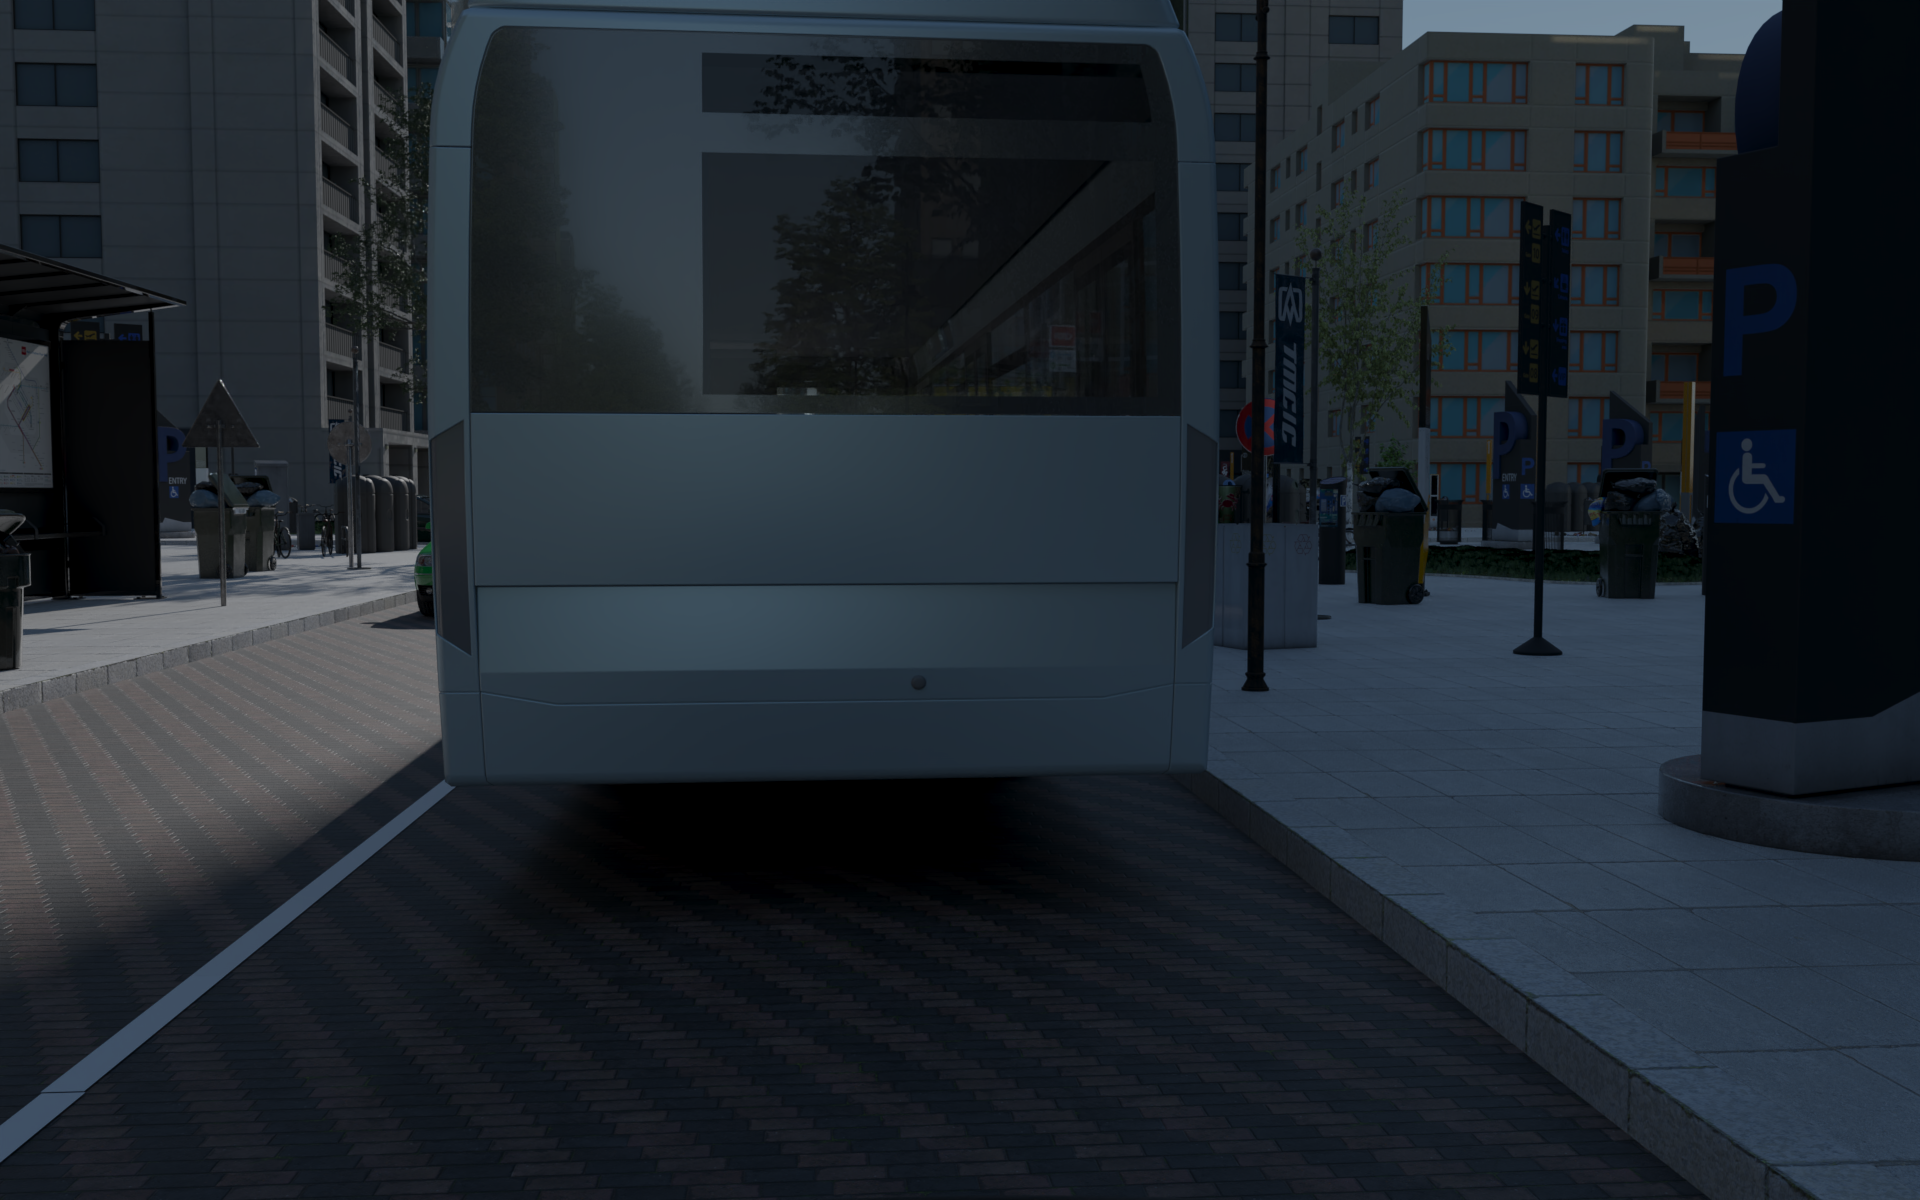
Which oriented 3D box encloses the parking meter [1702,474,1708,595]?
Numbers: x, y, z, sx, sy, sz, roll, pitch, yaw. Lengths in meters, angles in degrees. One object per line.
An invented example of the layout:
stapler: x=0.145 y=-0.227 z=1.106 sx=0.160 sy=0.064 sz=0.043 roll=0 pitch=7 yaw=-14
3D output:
parking meter: x=9.599 y=-0.825 z=21.900 sx=0.372 sy=1.533 sz=0.369 roll=0 pitch=3 yaw=0

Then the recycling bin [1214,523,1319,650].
recycling bin: x=2.536 y=-0.127 z=14.637 sx=0.722 sy=1.027 sz=0.722 roll=-2 pitch=4 yaw=-23

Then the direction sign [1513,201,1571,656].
direction sign: x=4.634 y=-1.333 z=13.789 sx=0.379 sy=3.537 sz=0.876 roll=3 pitch=5 yaw=42

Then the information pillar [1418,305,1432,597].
information pillar: x=5.842 y=-1.862 z=21.805 sx=0.183 sy=3.616 sz=0.504 roll=1 pitch=4 yaw=22

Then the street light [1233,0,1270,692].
street light: x=1.930 y=-2.346 z=11.144 sx=0.468 sy=5.910 sz=1.993 roll=0 pitch=4 yaw=-5

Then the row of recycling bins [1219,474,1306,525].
row of recycling bins: x=5.706 y=-1.783 z=36.269 sx=3.534 sy=1.692 sz=1.069 roll=-3 pitch=4 yaw=-37

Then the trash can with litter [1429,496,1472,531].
trash can with litter: x=16.861 y=-3.018 z=60.398 sx=1.678 sy=1.210 sz=2.233 roll=0 pitch=4 yaw=-6

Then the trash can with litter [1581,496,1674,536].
trash can with litter: x=15.614 y=-1.722 z=39.216 sx=1.678 sy=1.210 sz=2.233 roll=-2 pitch=4 yaw=-33

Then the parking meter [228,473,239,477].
parking meter: x=-20.536 y=-2.654 z=49.108 sx=0.255 sy=1.863 sz=0.399 roll=0 pitch=4 yaw=-5

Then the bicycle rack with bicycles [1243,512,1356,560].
bicycle rack with bicycles: x=6.381 y=-1.203 z=33.058 sx=2.925 sy=0.926 sz=2.852 roll=0 pitch=4 yaw=7

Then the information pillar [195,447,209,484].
information pillar: x=-24.347 y=-3.934 z=55.673 sx=0.504 sy=3.616 sz=0.183 roll=2 pitch=4 yaw=25

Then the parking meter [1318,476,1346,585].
parking meter: x=5.288 y=-0.990 z=24.592 sx=0.372 sy=1.533 sz=0.369 roll=0 pitch=3 yaw=0

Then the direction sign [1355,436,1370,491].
direction sign: x=15.785 y=-4.653 z=68.069 sx=0.379 sy=3.537 sz=0.876 roll=-2 pitch=4 yaw=-25

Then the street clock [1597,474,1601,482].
street clock: x=23.574 y=-3.611 z=63.614 sx=0.358 sy=2.002 sz=0.471 roll=3 pitch=5 yaw=43

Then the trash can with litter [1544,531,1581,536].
trash can with litter: x=18.999 y=-2.571 z=53.086 sx=2.233 sy=1.210 sz=1.678 roll=2 pitch=4 yaw=31

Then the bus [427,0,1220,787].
bus: x=-1.116 y=-1.059 z=12.180 sx=2.948 sy=3.499 sz=13.247 roll=0 pitch=4 yaw=-6

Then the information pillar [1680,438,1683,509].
information pillar: x=26.569 y=-4.420 z=63.630 sx=0.183 sy=3.616 sz=0.504 roll=1 pitch=4 yaw=11

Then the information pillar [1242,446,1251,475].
information pillar: x=13.117 y=-5.380 z=79.316 sx=0.504 sy=3.616 sz=0.183 roll=1 pitch=4 yaw=8

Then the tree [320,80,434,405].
tree: x=-9.386 y=-6.223 z=36.165 sx=8.767 sy=10.594 sz=7.601 roll=0 pitch=4 yaw=-2

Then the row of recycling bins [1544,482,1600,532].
row of recycling bins: x=21.310 y=-3.207 z=59.551 sx=3.534 sy=1.692 sz=1.069 roll=-3 pitch=5 yaw=-41

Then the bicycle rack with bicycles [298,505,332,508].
bicycle rack with bicycles: x=-22.134 y=-2.791 z=59.012 sx=2.852 sy=0.926 sz=2.925 roll=-3 pitch=5 yaw=-43

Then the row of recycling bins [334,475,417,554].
row of recycling bins: x=-13.040 y=-1.943 z=38.881 sx=1.069 sy=1.692 sz=3.534 roll=0 pitch=4 yaw=1

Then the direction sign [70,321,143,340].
direction sign: x=-11.266 y=-1.895 z=22.974 sx=0.876 sy=3.537 sz=0.379 roll=-3 pitch=5 yaw=-41

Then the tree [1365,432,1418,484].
tree: x=13.306 y=-3.617 z=53.733 sx=1.663 sy=3.219 sz=1.824 roll=0 pitch=3 yaw=0

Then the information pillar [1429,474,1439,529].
information pillar: x=17.641 y=-3.665 z=64.421 sx=0.304 sy=2.012 sz=0.304 roll=1 pitch=4 yaw=18

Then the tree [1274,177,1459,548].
tree: x=9.555 y=-5.562 z=41.303 sx=4.737 sy=8.622 sz=4.395 roll=0 pitch=3 yaw=0

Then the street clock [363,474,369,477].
street clock: x=-21.825 y=-3.616 z=63.696 sx=0.358 sy=2.002 sz=0.471 roll=-1 pitch=4 yaw=-18

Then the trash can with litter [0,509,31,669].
trash can with litter: x=-7.351 y=-0.078 z=12.669 sx=1.055 sy=1.170 sz=0.624 roll=1 pitch=4 yaw=19

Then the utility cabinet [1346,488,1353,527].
utility cabinet: x=14.586 y=-3.483 z=65.625 sx=0.318 sy=1.500 sz=1.173 roll=2 pitch=4 yaw=25

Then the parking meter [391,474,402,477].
parking meter: x=-16.688 y=-2.797 z=51.442 sx=0.255 sy=1.863 sz=0.399 roll=1 pitch=4 yaw=14

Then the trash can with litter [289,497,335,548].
trash can with litter: x=-15.815 y=-1.866 z=41.572 sx=2.233 sy=1.210 sz=1.678 roll=0 pitch=4 yaw=4

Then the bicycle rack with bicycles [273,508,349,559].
bicycle rack with bicycles: x=-13.706 y=-1.357 z=35.564 sx=2.852 sy=0.926 sz=2.925 roll=-1 pitch=4 yaw=-21
